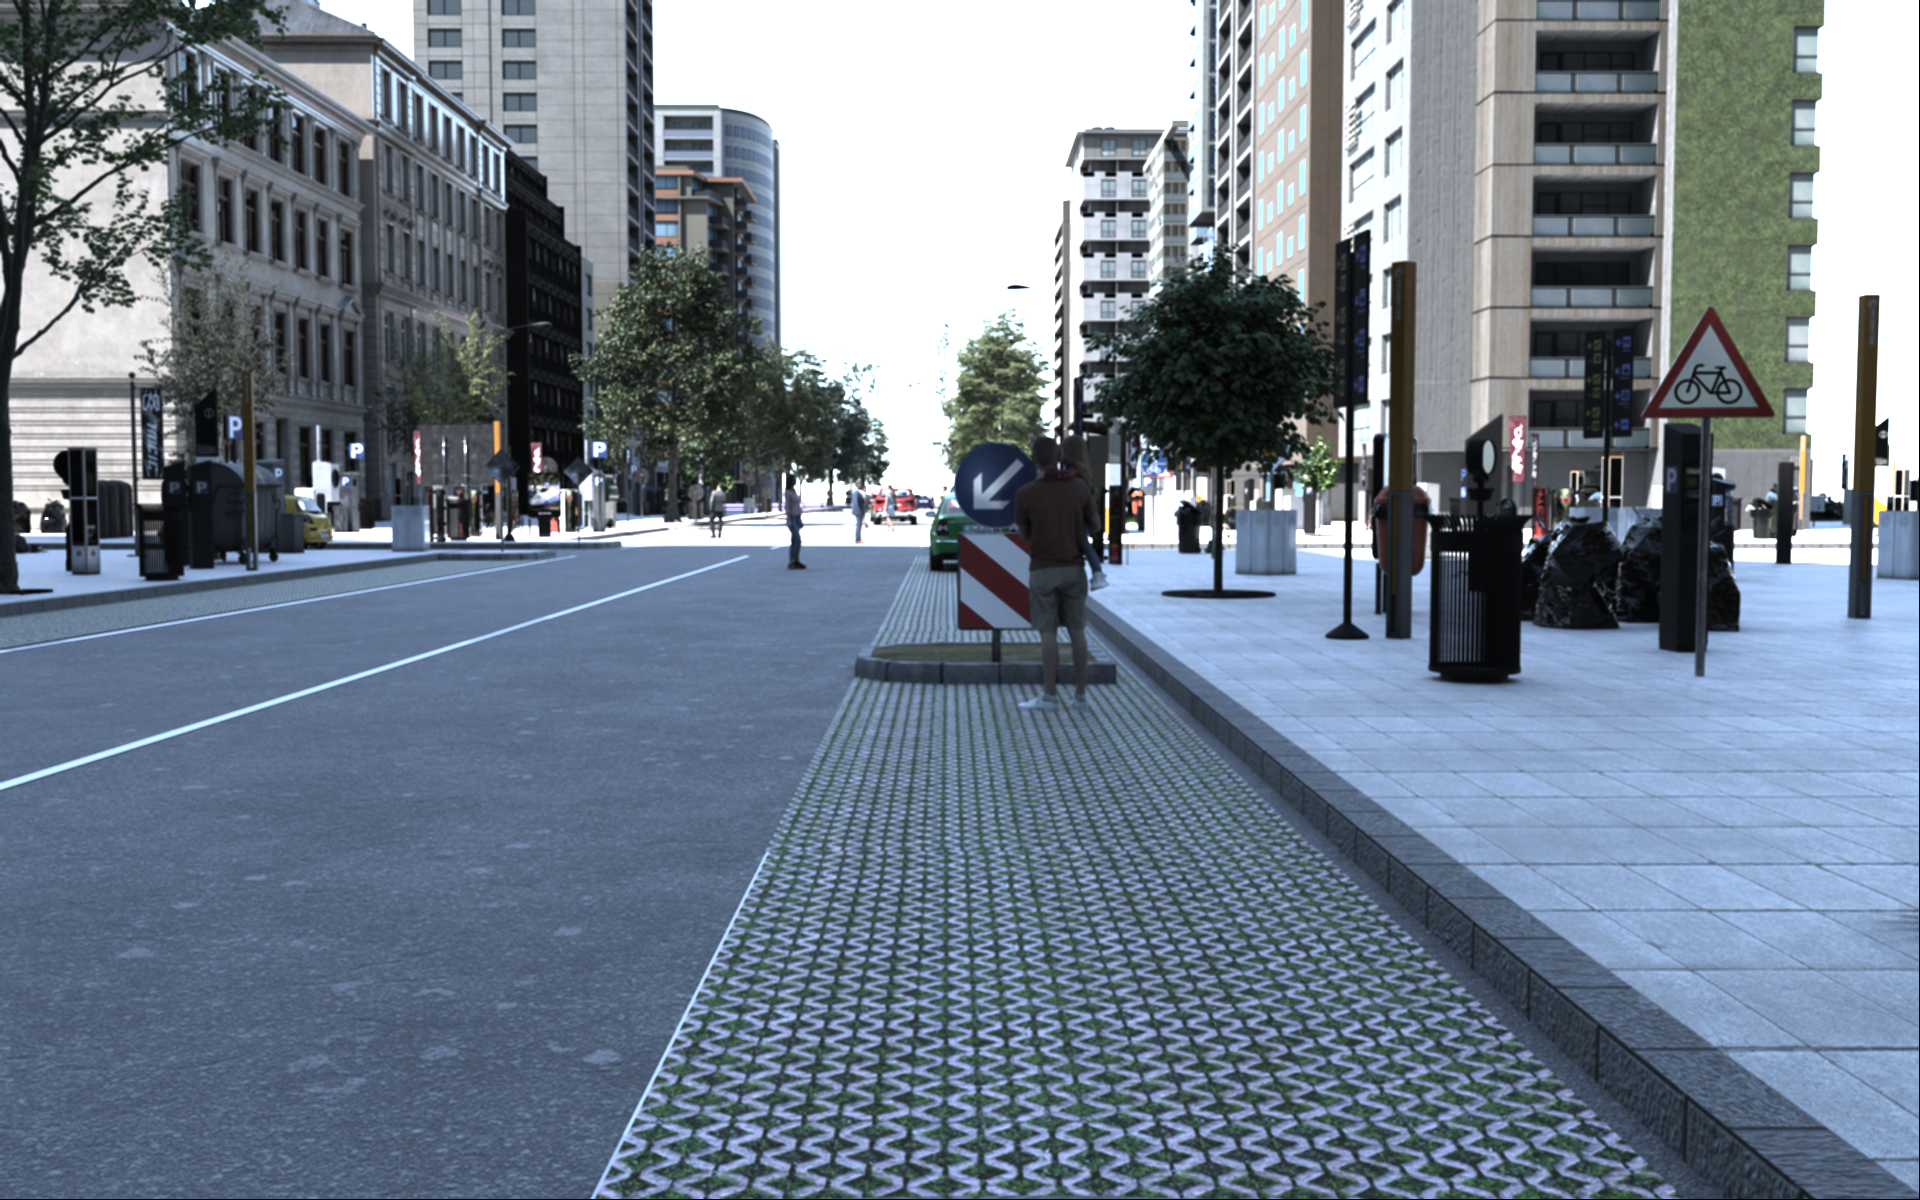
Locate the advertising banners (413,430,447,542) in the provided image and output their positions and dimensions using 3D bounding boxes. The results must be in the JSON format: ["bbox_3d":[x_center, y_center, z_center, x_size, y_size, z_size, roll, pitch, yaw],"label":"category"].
[{"bbox_3d":[-14.309,-3.088,46.678,0.090,3.025,2.074,-3,4,-38],"label":"advertising banners"}]

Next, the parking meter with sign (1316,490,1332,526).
[{"bbox_3d":[14.637,-4.522,70.189,0.543,3.016,1.738,-1,4,-9],"label":"parking meter with sign"}]

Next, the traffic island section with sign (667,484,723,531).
[{"bbox_3d":[-10.411,-3.645,68.227,1.989,1.847,2.006,0,4,0],"label":"traffic island section with sign"}]

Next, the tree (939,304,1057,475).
[{"bbox_3d":[2.390,-11.366,103.962,7.486,12.596,7.792,0,3,0],"label":"tree"}]

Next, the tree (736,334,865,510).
[{"bbox_3d":[-13.748,-14.215,139.077,9.857,13.997,8.962,0,3,0],"label":"tree"}]

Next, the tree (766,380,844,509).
[{"bbox_3d":[-14.120,-13.951,153.857,9.928,11.665,9.643,0,3,0],"label":"tree"}]

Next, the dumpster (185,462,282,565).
[{"bbox_3d":[-13.552,-1.616,32.176,1.264,1.857,1.865,0,4,0],"label":"dumpster"}]

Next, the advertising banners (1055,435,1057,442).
[{"bbox_3d":[2.724,-3.334,50.691,0.090,3.025,2.074,1,4,10],"label":"advertising banners"}]

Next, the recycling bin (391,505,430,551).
[{"bbox_3d":[-12.382,-1.621,39.051,0.722,1.027,0.722,0,4,-7],"label":"recycling bin"}]

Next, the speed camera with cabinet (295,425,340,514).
[{"bbox_3d":[-18.181,-3.344,49.017,0.660,3.252,2.038,0,4,0],"label":"speed camera with cabinet"}]

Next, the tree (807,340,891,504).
[{"bbox_3d":[-14.863,-22.042,216.273,12.611,20.169,13.585,0,3,0],"label":"tree"}]

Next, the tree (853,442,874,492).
[{"bbox_3d":[-13.731,-17.768,240.866,4.737,8.622,4.395,0,3,0],"label":"tree"}]

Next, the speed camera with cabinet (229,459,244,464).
[{"bbox_3d":[-19.327,-3.183,46.386,0.660,3.252,2.038,-2,4,-30],"label":"speed camera with cabinet"}]

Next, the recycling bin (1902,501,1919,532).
[{"bbox_3d":[35.255,-3.121,63.576,0.722,1.027,0.722,0,4,-2],"label":"recycling bin"}]

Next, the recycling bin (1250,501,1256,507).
[{"bbox_3d":[11.106,-3.127,63.679,0.722,1.027,0.722,2,4,26],"label":"recycling bin"}]

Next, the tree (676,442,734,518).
[{"bbox_3d":[-13.761,-6.701,93.270,4.285,4.588,4.351,0,3,0],"label":"tree"}]

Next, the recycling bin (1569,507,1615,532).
[{"bbox_3d":[12.089,-1.251,33.007,0.722,1.027,0.722,0,4,-4],"label":"recycling bin"}]

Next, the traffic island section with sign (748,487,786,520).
[{"bbox_3d":[-10.595,-5.294,95.182,1.989,1.847,2.006,0,4,0],"label":"traffic island section with sign"}]

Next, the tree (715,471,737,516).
[{"bbox_3d":[-13.793,-6.450,100.059,1.663,3.219,1.824,0,3,0],"label":"tree"}]

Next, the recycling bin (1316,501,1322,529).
[{"bbox_3d":[13.101,-3.187,64.659,0.722,1.027,0.722,1,4,23],"label":"recycling bin"}]

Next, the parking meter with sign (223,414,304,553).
[{"bbox_3d":[-15.199,-2.548,37.928,1.738,3.016,0.543,1,4,18],"label":"parking meter with sign"}]

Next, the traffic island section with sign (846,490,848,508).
[{"bbox_3d":[-11.137,-10.087,173.553,1.989,1.847,2.006,0,4,0],"label":"traffic island section with sign"}]

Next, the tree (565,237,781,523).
[{"bbox_3d":[-12.872,-9.814,77.465,9.611,12.733,9.660,0,3,0],"label":"tree"}]

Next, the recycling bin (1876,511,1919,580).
[{"bbox_3d":[14.453,-0.838,26.249,0.722,1.027,0.722,-1,4,-15],"label":"recycling bin"}]

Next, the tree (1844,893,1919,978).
[{"bbox_3d":[2.987,-5.747,4.333,12.009,13.543,11.850,0,3,0],"label":"tree"}]

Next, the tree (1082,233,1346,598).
[{"bbox_3d":[3.333,-2.328,21.775,4.285,4.588,4.351,0,3,0],"label":"tree"}]

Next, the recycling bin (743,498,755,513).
[{"bbox_3d":[-14.000,-6.273,115.117,0.722,1.027,0.722,0,4,-1],"label":"recycling bin"}]

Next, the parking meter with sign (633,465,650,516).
[{"bbox_3d":[-19.094,-6.556,103.445,0.543,3.016,1.738,-3,4,-38],"label":"parking meter with sign"}]

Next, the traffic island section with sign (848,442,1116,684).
[{"bbox_3d":[0.172,-0.323,13.915,1.989,1.847,2.006,0,4,0],"label":"traffic island section with sign"}]

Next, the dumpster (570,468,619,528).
[{"bbox_3d":[-13.681,-3.809,64.766,1.502,2.255,1.985,0,4,0],"label":"dumpster"}]

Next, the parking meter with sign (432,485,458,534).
[{"bbox_3d":[-16.726,-3.653,55.984,0.543,3.016,1.738,1,4,18],"label":"parking meter with sign"}]

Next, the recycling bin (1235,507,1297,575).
[{"bbox_3d":[4.910,-0.931,27.777,0.722,1.027,0.722,-3,5,-40],"label":"recycling bin"}]

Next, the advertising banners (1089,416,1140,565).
[{"bbox_3d":[2.834,-2.168,31.643,0.090,3.025,2.074,-1,4,-21],"label":"advertising banners"}]

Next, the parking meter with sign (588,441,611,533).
[{"bbox_3d":[-12.120,-3.788,58.196,0.543,3.016,1.738,-1,4,-13],"label":"parking meter with sign"}]

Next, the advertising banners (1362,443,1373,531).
[{"bbox_3d":[14.323,-3.950,60.762,0.090,3.025,2.074,2,4,26],"label":"advertising banners"}]

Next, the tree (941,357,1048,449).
[{"bbox_3d":[2.437,-11.058,115.202,8.767,10.594,7.601,3,5,42],"label":"tree"}]

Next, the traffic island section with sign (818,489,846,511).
[{"bbox_3d":[-10.946,-8.439,146.599,1.989,1.847,2.006,0,4,0],"label":"traffic island section with sign"}]

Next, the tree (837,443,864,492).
[{"bbox_3d":[-14.702,-17.028,228.767,4.360,8.622,3.978,0,3,0],"label":"tree"}]

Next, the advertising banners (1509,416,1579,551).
[{"bbox_3d":[12.873,-2.576,38.308,0.090,3.025,2.074,-2,4,-27],"label":"advertising banners"}]

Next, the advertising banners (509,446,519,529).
[{"bbox_3d":[-16.421,-4.126,63.650,0.090,3.025,2.074,0,4,-5],"label":"advertising banners"}]

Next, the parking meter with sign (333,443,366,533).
[{"bbox_3d":[-20.562,-3.792,58.253,0.543,3.016,1.738,0,4,2],"label":"parking meter with sign"}]

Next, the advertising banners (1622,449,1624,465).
[{"bbox_3d":[23.074,-3.926,60.377,0.090,3.025,2.074,1,4,22],"label":"advertising banners"}]

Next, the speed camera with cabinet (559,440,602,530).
[{"bbox_3d":[-13.662,-4.149,62.168,0.660,3.252,2.038,2,4,25],"label":"speed camera with cabinet"}]

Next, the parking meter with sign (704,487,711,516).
[{"bbox_3d":[-15.117,-6.585,103.932,0.543,3.016,1.738,-1,4,-22],"label":"parking meter with sign"}]

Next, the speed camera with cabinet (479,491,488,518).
[{"bbox_3d":[-24.515,-5.888,90.612,0.660,3.252,2.038,2,4,32],"label":"speed camera with cabinet"}]

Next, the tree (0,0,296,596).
[{"bbox_3d":[-12.191,-5.887,22.005,9.928,11.665,9.643,0,3,0],"label":"tree"}]

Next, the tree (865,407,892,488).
[{"bbox_3d":[-14.510,-17.493,192.662,9.857,13.997,8.962,0,3,0],"label":"tree"}]

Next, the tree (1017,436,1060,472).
[{"bbox_3d":[2.661,-3.848,57.522,1.663,3.219,1.824,0,3,0],"label":"tree"}]

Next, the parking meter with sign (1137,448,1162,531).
[{"bbox_3d":[6.687,-3.980,61.340,0.543,3.016,1.738,1,4,19],"label":"parking meter with sign"}]

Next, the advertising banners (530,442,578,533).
[{"bbox_3d":[-13.580,-3.773,57.874,2.074,3.025,0.090,2,4,31],"label":"advertising banners"}]

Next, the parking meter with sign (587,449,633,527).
[{"bbox_3d":[-13.742,-4.347,67.333,1.738,3.016,0.543,0,4,3],"label":"parking meter with sign"}]

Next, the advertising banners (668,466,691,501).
[{"bbox_3d":[-16.258,-6.449,101.623,2.074,3.025,0.090,-3,5,-42],"label":"advertising banners"}]

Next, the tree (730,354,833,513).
[{"bbox_3d":[-13.598,-11.019,114.571,7.601,10.594,8.767,1,4,14],"label":"tree"}]

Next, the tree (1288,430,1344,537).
[{"bbox_3d":[10.734,-3.529,52.293,1.663,3.219,1.824,0,3,0],"label":"tree"}]

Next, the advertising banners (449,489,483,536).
[{"bbox_3d":[-15.383,-3.489,53.238,2.074,3.025,0.090,3,4,37],"label":"advertising banners"}]

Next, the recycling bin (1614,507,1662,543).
[{"bbox_3d":[11.945,-1.076,30.146,0.722,1.027,0.722,0,4,-5],"label":"recycling bin"}]
